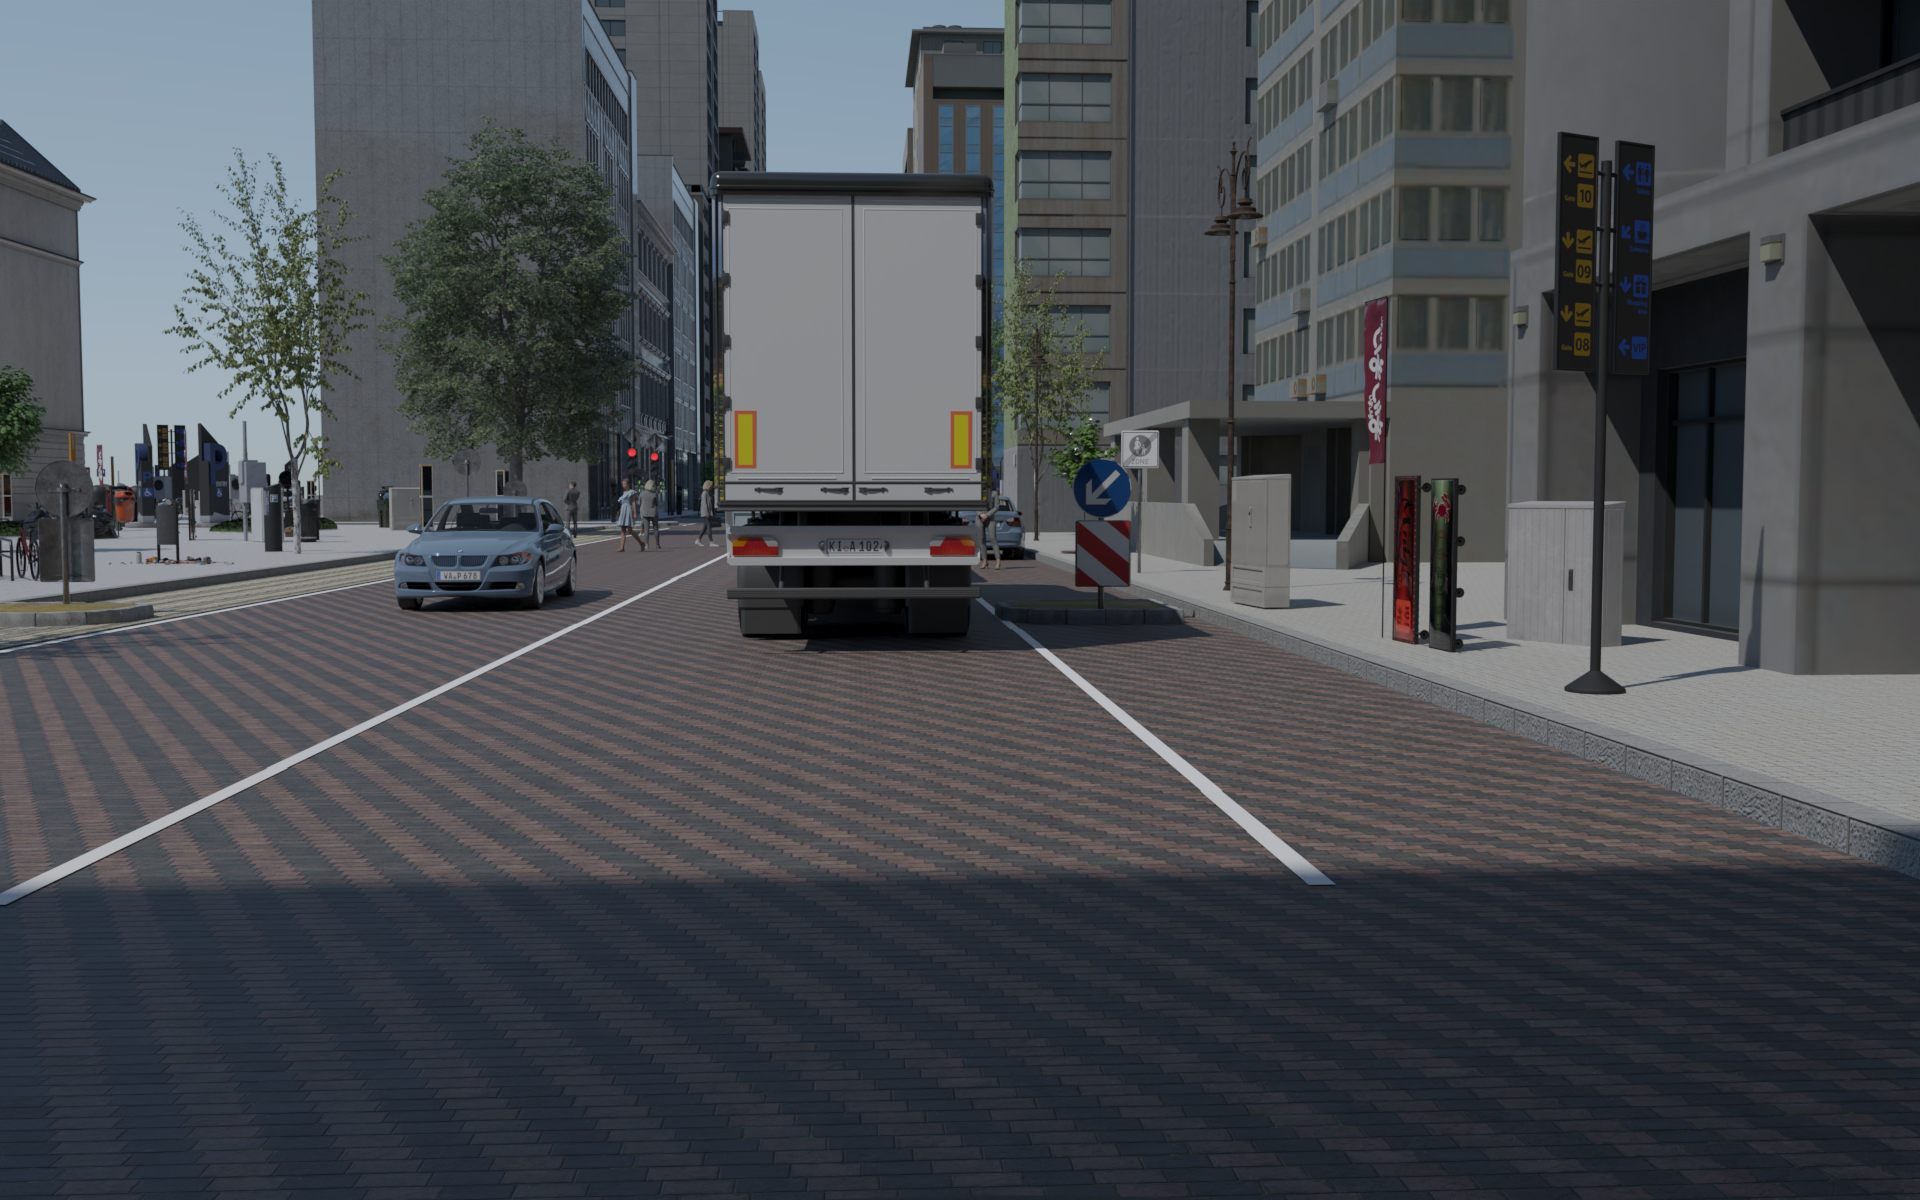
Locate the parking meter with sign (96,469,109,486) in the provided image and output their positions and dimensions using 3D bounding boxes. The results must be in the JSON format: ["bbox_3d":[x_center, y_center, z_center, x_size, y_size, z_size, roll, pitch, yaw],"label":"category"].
[{"bbox_3d":[-59.493,-7.597,120.469,0.543,3.016,1.738,-1,4,-12],"label":"parking meter with sign"}]

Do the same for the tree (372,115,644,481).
[{"bbox_3d":[-15.471,-9.397,60.295,9.857,13.997,8.962,0,3,0],"label":"tree"}]

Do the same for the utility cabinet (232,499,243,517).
[{"bbox_3d":[-40.638,-5.279,97.467,1.020,1.237,0.306,-1,4,-13],"label":"utility cabinet"}]

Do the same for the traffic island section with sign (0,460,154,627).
[{"bbox_3d":[-10.287,-0.663,19.472,1.989,1.847,2.006,0,4,-3],"label":"traffic island section with sign"}]

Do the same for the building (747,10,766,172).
[{"bbox_3d":[-38.445,-50.361,261.648,20.563,71.187,20.611,0,4,-3],"label":"building"}]

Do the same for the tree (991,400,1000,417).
[{"bbox_3d":[-1.971,-12.241,117.148,9.611,12.733,9.660,0,3,0],"label":"tree"}]

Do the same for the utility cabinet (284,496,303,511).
[{"bbox_3d":[-34.917,-4.870,90.784,1.020,1.237,0.306,1,4,21],"label":"utility cabinet"}]

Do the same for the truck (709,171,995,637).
[{"bbox_3d":[-1.251,-1.946,20.731,2.839,4.237,11.283,0,4,-3],"label":"truck"}]

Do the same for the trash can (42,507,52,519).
[{"bbox_3d":[-40.998,-4.060,78.033,0.748,1.137,0.748,0,3,0],"label":"trash can"}]

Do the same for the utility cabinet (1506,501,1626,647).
[{"bbox_3d":[5.205,-0.231,14.941,0.306,1.237,1.020,-2,4,-31],"label":"utility cabinet"}]

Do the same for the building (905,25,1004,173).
[{"bbox_3d":[8.591,-37.052,195.037,28.713,52.752,27.495,0,4,-3],"label":"building"}]

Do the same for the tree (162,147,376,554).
[{"bbox_3d":[-14.313,-5.282,36.730,4.737,8.622,4.395,0,3,0],"label":"tree"}]

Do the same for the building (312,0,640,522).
[{"bbox_3d":[-23.776,-16.563,88.830,12.078,24.808,19.932,0,4,-3],"label":"building"}]

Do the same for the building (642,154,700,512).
[{"bbox_3d":[-26.581,-19.109,130.456,12.078,24.808,19.932,0,4,-3],"label":"building"}]

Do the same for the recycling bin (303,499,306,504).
[{"bbox_3d":[-37.332,-5.260,98.551,0.722,1.027,0.722,0,4,3],"label":"recycling bin"}]

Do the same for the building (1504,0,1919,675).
[{"bbox_3d":[16.377,-34.719,5.913,20.563,71.187,20.611,0,4,-3],"label":"building"}]

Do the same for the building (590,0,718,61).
[{"bbox_3d":[-32.961,-45.148,176.421,20.563,71.187,20.611,0,4,-3],"label":"building"}]

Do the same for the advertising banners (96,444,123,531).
[{"bbox_3d":[-29.839,-3.948,60.736,2.074,3.025,0.090,3,5,44],"label":"advertising banners"}]

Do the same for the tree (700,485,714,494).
[{"bbox_3d":[-21.281,-9.424,148.688,1.663,3.219,1.824,0,3,0],"label":"tree"}]

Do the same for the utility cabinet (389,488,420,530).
[{"bbox_3d":[-19.336,-3.177,60.621,1.173,1.500,0.318,-2,4,-35],"label":"utility cabinet"}]

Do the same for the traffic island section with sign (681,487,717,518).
[{"bbox_3d":[-15.353,-5.707,101.938,1.989,1.847,2.006,0,4,-3],"label":"traffic island section with sign"}]

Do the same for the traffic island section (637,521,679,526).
[{"bbox_3d":[-13.952,-3.489,79.321,2.009,0.180,2.903,0,4,-3],"label":"traffic island section"}]

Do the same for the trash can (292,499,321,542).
[{"bbox_3d":[-17.378,-2.107,46.095,0.748,1.137,0.748,0,3,0],"label":"trash can"}]

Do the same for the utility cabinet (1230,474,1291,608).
[{"bbox_3d":[3.412,-0.678,19.767,0.318,1.500,1.173,-1,4,-10],"label":"utility cabinet"}]

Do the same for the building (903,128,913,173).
[{"bbox_3d":[3.705,-36.435,219.414,21.300,48.544,21.600,0,4,-3],"label":"building"}]

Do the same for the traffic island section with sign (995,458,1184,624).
[{"bbox_3d":[1.428,-0.697,20.020,1.989,1.847,2.006,0,4,-3],"label":"traffic island section with sign"}]

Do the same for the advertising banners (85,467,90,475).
[{"bbox_3d":[-55.594,-7.077,111.900,2.074,3.025,0.090,-1,4,-17],"label":"advertising banners"}]

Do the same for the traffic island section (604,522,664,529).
[{"bbox_3d":[-13.462,-3.001,71.351,2.009,0.180,2.903,0,4,-3],"label":"traffic island section"}]

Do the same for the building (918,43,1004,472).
[{"bbox_3d":[2.956,-32.047,174.072,14.600,45.320,14.200,0,4,-3],"label":"building"}]

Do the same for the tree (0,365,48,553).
[{"bbox_3d":[-21.588,-3.303,37.712,4.285,4.588,4.351,0,3,0],"label":"tree"}]

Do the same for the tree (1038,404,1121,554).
[{"bbox_3d":[2.766,-2.609,37.261,1.663,3.219,1.824,0,3,0],"label":"tree"}]

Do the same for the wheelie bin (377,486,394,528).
[{"bbox_3d":[-21.743,-3.543,65.841,0.980,1.594,0.693,2,4,33],"label":"wheelie bin"}]

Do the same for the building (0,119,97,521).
[{"bbox_3d":[-53.142,-13.330,82.577,19.286,19.102,10.561,0,4,-3],"label":"building"}]

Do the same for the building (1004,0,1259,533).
[{"bbox_3d":[8.487,-23.247,63.686,14.154,41.232,14.086,0,4,-3],"label":"building"}]

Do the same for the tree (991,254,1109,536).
[{"bbox_3d":[2.406,-6.276,52.972,4.737,8.622,4.395,0,3,0],"label":"tree"}]

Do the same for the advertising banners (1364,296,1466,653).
[{"bbox_3d":[3.849,-1.141,14.842,0.090,3.025,2.074,-1,4,-8],"label":"advertising banners"}]

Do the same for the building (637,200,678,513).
[{"bbox_3d":[-24.677,-16.734,109.757,11.583,22.565,21.152,0,4,-3],"label":"building"}]

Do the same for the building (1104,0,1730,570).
[{"bbox_3d":[19.977,-21.131,37.380,32.217,40.220,23.993,0,4,-3],"label":"building"}]

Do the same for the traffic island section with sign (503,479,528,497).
[{"bbox_3d":[-11.943,-2.309,46.378,1.989,1.847,2.006,0,4,-3],"label":"traffic island section with sign"}]

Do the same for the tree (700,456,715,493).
[{"bbox_3d":[-20.502,-9.824,144.330,4.285,4.588,4.351,0,3,0],"label":"tree"}]

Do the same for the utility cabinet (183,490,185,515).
[{"bbox_3d":[-46.983,-5.937,105.748,0.318,1.500,1.173,0,4,5],"label":"utility cabinet"}]

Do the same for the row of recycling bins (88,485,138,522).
[{"bbox_3d":[-38.411,-4.393,78.933,1.069,1.692,3.534,1,4,11],"label":"row of recycling bins"}]

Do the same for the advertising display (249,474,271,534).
[{"bbox_3d":[-22.283,-3.053,55.130,0.974,1.923,0.123,2,4,31],"label":"advertising display"}]

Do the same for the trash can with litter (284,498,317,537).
[{"bbox_3d":[-19.649,-2.457,51.554,1.055,1.170,0.624,-1,4,-16],"label":"trash can with litter"}]

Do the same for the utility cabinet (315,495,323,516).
[{"bbox_3d":[-38.220,-5.624,103.106,1.020,1.237,0.306,-2,4,-24],"label":"utility cabinet"}]

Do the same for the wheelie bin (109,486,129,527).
[{"bbox_3d":[-32.602,-3.625,67.182,0.980,1.594,0.693,-1,4,-18],"label":"wheelie bin"}]

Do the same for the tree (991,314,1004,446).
[{"bbox_3d":[-0.135,-10.182,92.236,9.928,11.665,9.643,0,3,0],"label":"tree"}]

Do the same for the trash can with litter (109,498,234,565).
[{"bbox_3d":[-14.369,-1.269,31.810,2.233,1.210,1.678,2,4,26],"label":"trash can with litter"}]

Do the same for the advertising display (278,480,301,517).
[{"bbox_3d":[-30.634,-4.523,79.168,0.974,1.923,0.123,0,4,-4],"label":"advertising display"}]

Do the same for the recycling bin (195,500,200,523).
[{"bbox_3d":[-30.418,-3.517,70.058,0.722,1.027,0.722,1,4,9],"label":"recycling bin"}]

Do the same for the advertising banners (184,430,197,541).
[{"bbox_3d":[-21.307,-3.163,47.904,0.090,3.025,2.074,-1,4,-18],"label":"advertising banners"}]

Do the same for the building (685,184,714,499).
[{"bbox_3d":[-29.655,-23.780,160.507,14.160,30.474,14.107,0,4,-3],"label":"building"}]

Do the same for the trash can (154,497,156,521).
[{"bbox_3d":[-36.772,-4.080,78.368,0.748,1.137,0.748,0,3,0],"label":"trash can"}]

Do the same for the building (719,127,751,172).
[{"bbox_3d":[-35.659,-33.481,202.034,22.147,44.769,28.867,0,4,-3],"label":"building"}]
